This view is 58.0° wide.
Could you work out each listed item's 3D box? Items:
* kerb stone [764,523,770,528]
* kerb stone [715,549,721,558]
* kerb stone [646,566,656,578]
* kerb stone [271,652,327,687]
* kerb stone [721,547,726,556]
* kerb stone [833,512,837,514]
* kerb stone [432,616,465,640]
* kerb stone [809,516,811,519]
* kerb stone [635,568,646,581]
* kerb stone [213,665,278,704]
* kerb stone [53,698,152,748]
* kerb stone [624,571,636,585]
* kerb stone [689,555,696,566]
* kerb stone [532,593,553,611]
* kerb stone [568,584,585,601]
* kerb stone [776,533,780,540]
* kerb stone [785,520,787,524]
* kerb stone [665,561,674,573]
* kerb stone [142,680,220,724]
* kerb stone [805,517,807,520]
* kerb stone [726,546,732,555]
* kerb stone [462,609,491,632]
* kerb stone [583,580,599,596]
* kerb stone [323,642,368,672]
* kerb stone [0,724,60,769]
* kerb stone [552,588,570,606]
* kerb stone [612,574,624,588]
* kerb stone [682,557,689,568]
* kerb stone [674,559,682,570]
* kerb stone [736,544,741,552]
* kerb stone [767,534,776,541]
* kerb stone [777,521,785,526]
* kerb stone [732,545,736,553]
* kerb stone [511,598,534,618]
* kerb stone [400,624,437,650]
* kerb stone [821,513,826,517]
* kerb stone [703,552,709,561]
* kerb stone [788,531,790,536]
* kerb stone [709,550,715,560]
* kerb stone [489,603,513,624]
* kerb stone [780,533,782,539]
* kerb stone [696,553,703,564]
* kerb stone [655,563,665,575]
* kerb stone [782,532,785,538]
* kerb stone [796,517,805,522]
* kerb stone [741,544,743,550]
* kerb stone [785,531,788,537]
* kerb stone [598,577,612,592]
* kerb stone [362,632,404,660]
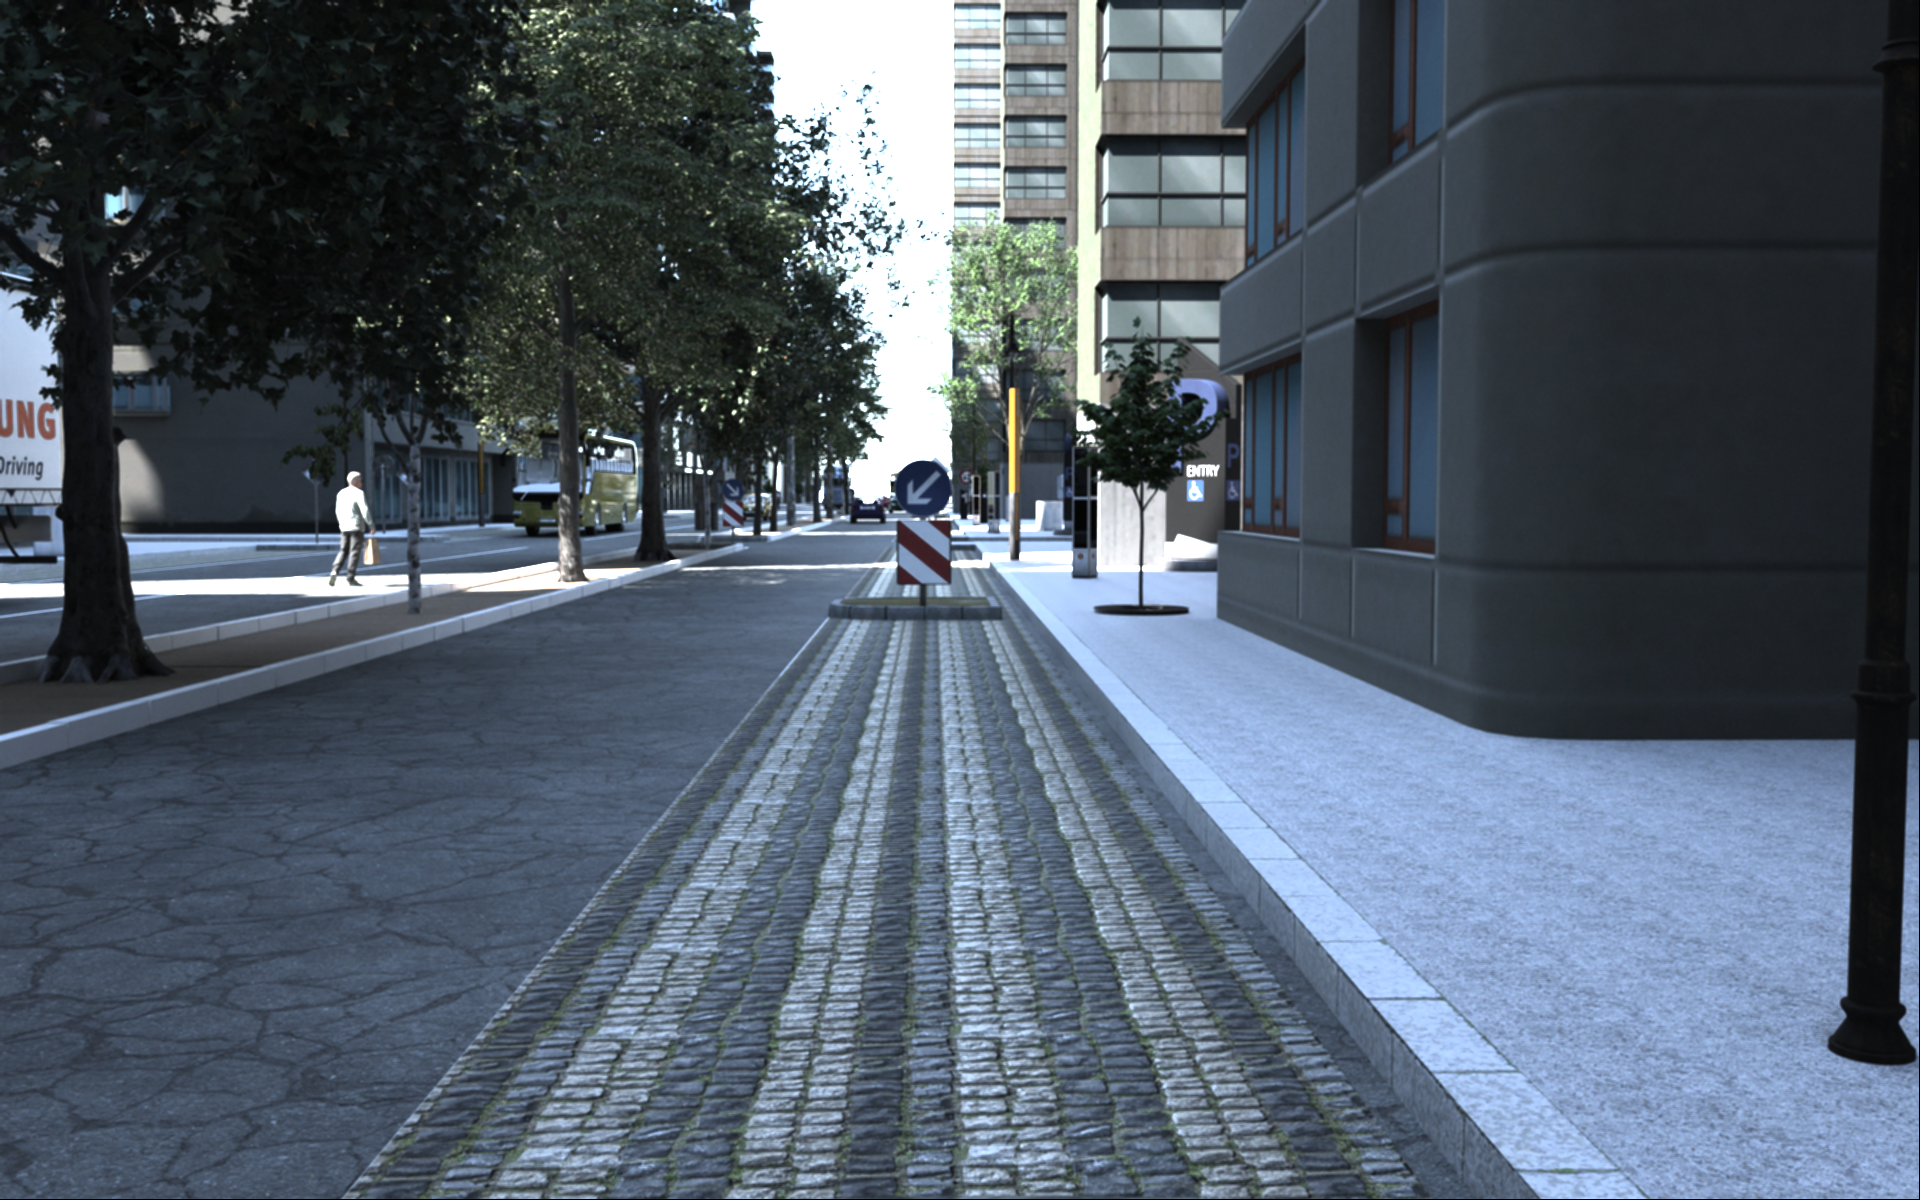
[{"bbox_3d":[-8.214,-3.126,73.297,0.120,0.150,1.000,0,4,-1],"label":"kerb stone"},{"bbox_3d":[-5.545,-1.024,38.942,0.120,0.150,1.000,0,4,-1],"label":"kerb stone"},{"bbox_3d":[-5.403,-0.460,29.713,0.120,0.150,1.000,0,4,-1],"label":"kerb stone"},{"bbox_3d":[-5.131,0.543,13.325,0.120,0.150,1.000,0,4,-1],"label":"kerb stone"},{"bbox_3d":[-5.571,-1.087,39.964,0.120,0.150,1.000,0,4,-1],"label":"kerb stone"},{"bbox_3d":[-9.087,-6.384,126.566,0.120,0.150,1.000,0,4,-1],"label":"kerb stone"},{"bbox_3d":[-5.201,0.298,17.424,0.120,0.150,1.000,0,4,-1],"label":"kerb stone"},{"bbox_3d":[-8.597,-4.566,96.873,0.120,0.150,1.000,0,4,-1],"label":"kerb stone"},{"bbox_3d":[-5.387,-0.397,28.691,0.120,0.150,1.000,0,4,-1],"label":"kerb stone"},{"bbox_3d":[-5.113,0.607,12.297,0.120,0.150,1.000,0,4,-1],"label":"kerb stone"},{"bbox_3d":[-5.083,0.731,10.242,0.120,0.150,1.000,0,4,-1],"label":"kerb stone"},{"bbox_3d":[-5.366,-0.329,27.666,0.120,0.150,1.000,0,4,-1],"label":"kerb stone"},{"bbox_3d":[-5.486,-0.770,34.841,0.120,0.150,1.000,0,4,-1],"label":"kerb stone"},{"bbox_3d":[-5.262,0.044,21.521,0.120,0.150,1.000,0,4,-1],"label":"kerb stone"},{"bbox_3d":[-5.303,-0.078,23.570,0.120,0.150,1.000,0,4,-1],"label":"kerb stone"},{"bbox_3d":[-5.793,-1.936,53.848,0.120,0.150,1.000,0,4,-1],"label":"kerb stone"},{"bbox_3d":[-8.343,-3.623,81.498,0.120,0.150,1.000,0,4,-1],"label":"kerb stone"},{"bbox_3d":[-5.431,-0.583,31.761,0.120,0.150,1.000,0,4,-1],"label":"kerb stone"},{"bbox_3d":[-5.099,0.668,11.274,0.120,0.150,1.000,0,4,-1],"label":"kerb stone"},{"bbox_3d":[-8.538,-4.380,93.807,0.120,0.150,1.000,0,4,-1],"label":"kerb stone"},{"bbox_3d":[-5.583,-1.148,40.994,0.120,0.150,1.000,0,4,-1],"label":"kerb stone"},{"bbox_3d":[-5.210,0.230,18.446,0.120,0.150,1.000,0,4,-1],"label":"kerb stone"},{"bbox_3d":[-5.313,-0.147,24.595,0.120,0.150,1.000,0,4,-1],"label":"kerb stone"},{"bbox_3d":[-5.150,0.483,14.353,0.120,0.150,1.000,0,4,-1],"label":"kerb stone"},{"bbox_3d":[-5.061,0.799,9.220,0.120,0.150,1.000,0,4,-1],"label":"kerb stone"},{"bbox_3d":[-5.280,-0.015,22.545,0.120,0.150,1.000,0,4,-1],"label":"kerb stone"},{"bbox_3d":[-5.352,-0.272,26.639,0.120,0.150,1.000,0,4,-1],"label":"kerb stone"},{"bbox_3d":[-5.467,-0.711,33.813,0.120,0.150,1.000,0,4,-1],"label":"kerb stone"},{"bbox_3d":[-5.450,-0.644,32.791,0.120,0.150,1.000,0,4,-1],"label":"kerb stone"},{"bbox_3d":[-5.613,-1.275,43.043,0.120,0.150,1.000,0,4,-1],"label":"kerb stone"},{"bbox_3d":[-5.780,-1.873,52.825,0.120,0.150,1.000,0,4,-1],"label":"kerb stone"},{"bbox_3d":[-8.329,-3.561,80.469,0.120,0.150,1.000,0,4,-1],"label":"kerb stone"},{"bbox_3d":[-5.607,-1.209,42.016,0.120,0.150,1.000,0,4,-1],"label":"kerb stone"},{"bbox_3d":[-5.249,0.104,20.498,0.120,0.150,1.000,0,4,-1],"label":"kerb stone"},{"bbox_3d":[-5.185,0.359,16.398,0.120,0.150,1.000,0,4,-1],"label":"kerb stone"},{"bbox_3d":[-8.873,-5.569,113.252,0.120,0.150,1.000,0,4,-1],"label":"kerb stone"},{"bbox_3d":[-5.523,-0.899,36.888,0.120,0.150,1.000,0,4,-1],"label":"kerb stone"},{"bbox_3d":[-5.864,-2.187,57.952,0.120,0.150,1.000,0,4,-1],"label":"kerb stone"},{"bbox_3d":[-5.532,-0.961,37.916,0.120,0.150,1.000,0,4,-1],"label":"kerb stone"},{"bbox_3d":[-5.234,0.170,19.475,0.120,0.150,1.000,0,4,-1],"label":"kerb stone"},{"bbox_3d":[-5.809,-1.998,54.870,0.120,0.150,1.000,0,4,-1],"label":"kerb stone"},{"bbox_3d":[-5.499,-0.836,35.863,0.120,0.150,1.000,0,4,-1],"label":"kerb stone"},{"bbox_3d":[-5.417,-0.521,30.735,0.120,0.150,1.000,0,4,-1],"label":"kerb stone"},{"bbox_3d":[-5.827,-2.061,55.892,0.120,0.150,1.000,0,4,-1],"label":"kerb stone"},{"bbox_3d":[-8.527,-4.317,92.779,0.120,0.150,1.000,0,4,-1],"label":"kerb stone"},{"bbox_3d":[-5.632,-1.338,44.065,0.120,0.150,1.000,0,4,-1],"label":"kerb stone"},{"bbox_3d":[-5.853,-2.121,56.929,0.120,0.150,1.000,0,4,-1],"label":"kerb stone"},{"bbox_3d":[-5.343,-0.209,25.617,0.120,0.150,1.000,0,4,-1],"label":"kerb stone"},{"bbox_3d":[-5.169,0.422,15.376,0.120,0.150,1.000,0,4,-1],"label":"kerb stone"}]
